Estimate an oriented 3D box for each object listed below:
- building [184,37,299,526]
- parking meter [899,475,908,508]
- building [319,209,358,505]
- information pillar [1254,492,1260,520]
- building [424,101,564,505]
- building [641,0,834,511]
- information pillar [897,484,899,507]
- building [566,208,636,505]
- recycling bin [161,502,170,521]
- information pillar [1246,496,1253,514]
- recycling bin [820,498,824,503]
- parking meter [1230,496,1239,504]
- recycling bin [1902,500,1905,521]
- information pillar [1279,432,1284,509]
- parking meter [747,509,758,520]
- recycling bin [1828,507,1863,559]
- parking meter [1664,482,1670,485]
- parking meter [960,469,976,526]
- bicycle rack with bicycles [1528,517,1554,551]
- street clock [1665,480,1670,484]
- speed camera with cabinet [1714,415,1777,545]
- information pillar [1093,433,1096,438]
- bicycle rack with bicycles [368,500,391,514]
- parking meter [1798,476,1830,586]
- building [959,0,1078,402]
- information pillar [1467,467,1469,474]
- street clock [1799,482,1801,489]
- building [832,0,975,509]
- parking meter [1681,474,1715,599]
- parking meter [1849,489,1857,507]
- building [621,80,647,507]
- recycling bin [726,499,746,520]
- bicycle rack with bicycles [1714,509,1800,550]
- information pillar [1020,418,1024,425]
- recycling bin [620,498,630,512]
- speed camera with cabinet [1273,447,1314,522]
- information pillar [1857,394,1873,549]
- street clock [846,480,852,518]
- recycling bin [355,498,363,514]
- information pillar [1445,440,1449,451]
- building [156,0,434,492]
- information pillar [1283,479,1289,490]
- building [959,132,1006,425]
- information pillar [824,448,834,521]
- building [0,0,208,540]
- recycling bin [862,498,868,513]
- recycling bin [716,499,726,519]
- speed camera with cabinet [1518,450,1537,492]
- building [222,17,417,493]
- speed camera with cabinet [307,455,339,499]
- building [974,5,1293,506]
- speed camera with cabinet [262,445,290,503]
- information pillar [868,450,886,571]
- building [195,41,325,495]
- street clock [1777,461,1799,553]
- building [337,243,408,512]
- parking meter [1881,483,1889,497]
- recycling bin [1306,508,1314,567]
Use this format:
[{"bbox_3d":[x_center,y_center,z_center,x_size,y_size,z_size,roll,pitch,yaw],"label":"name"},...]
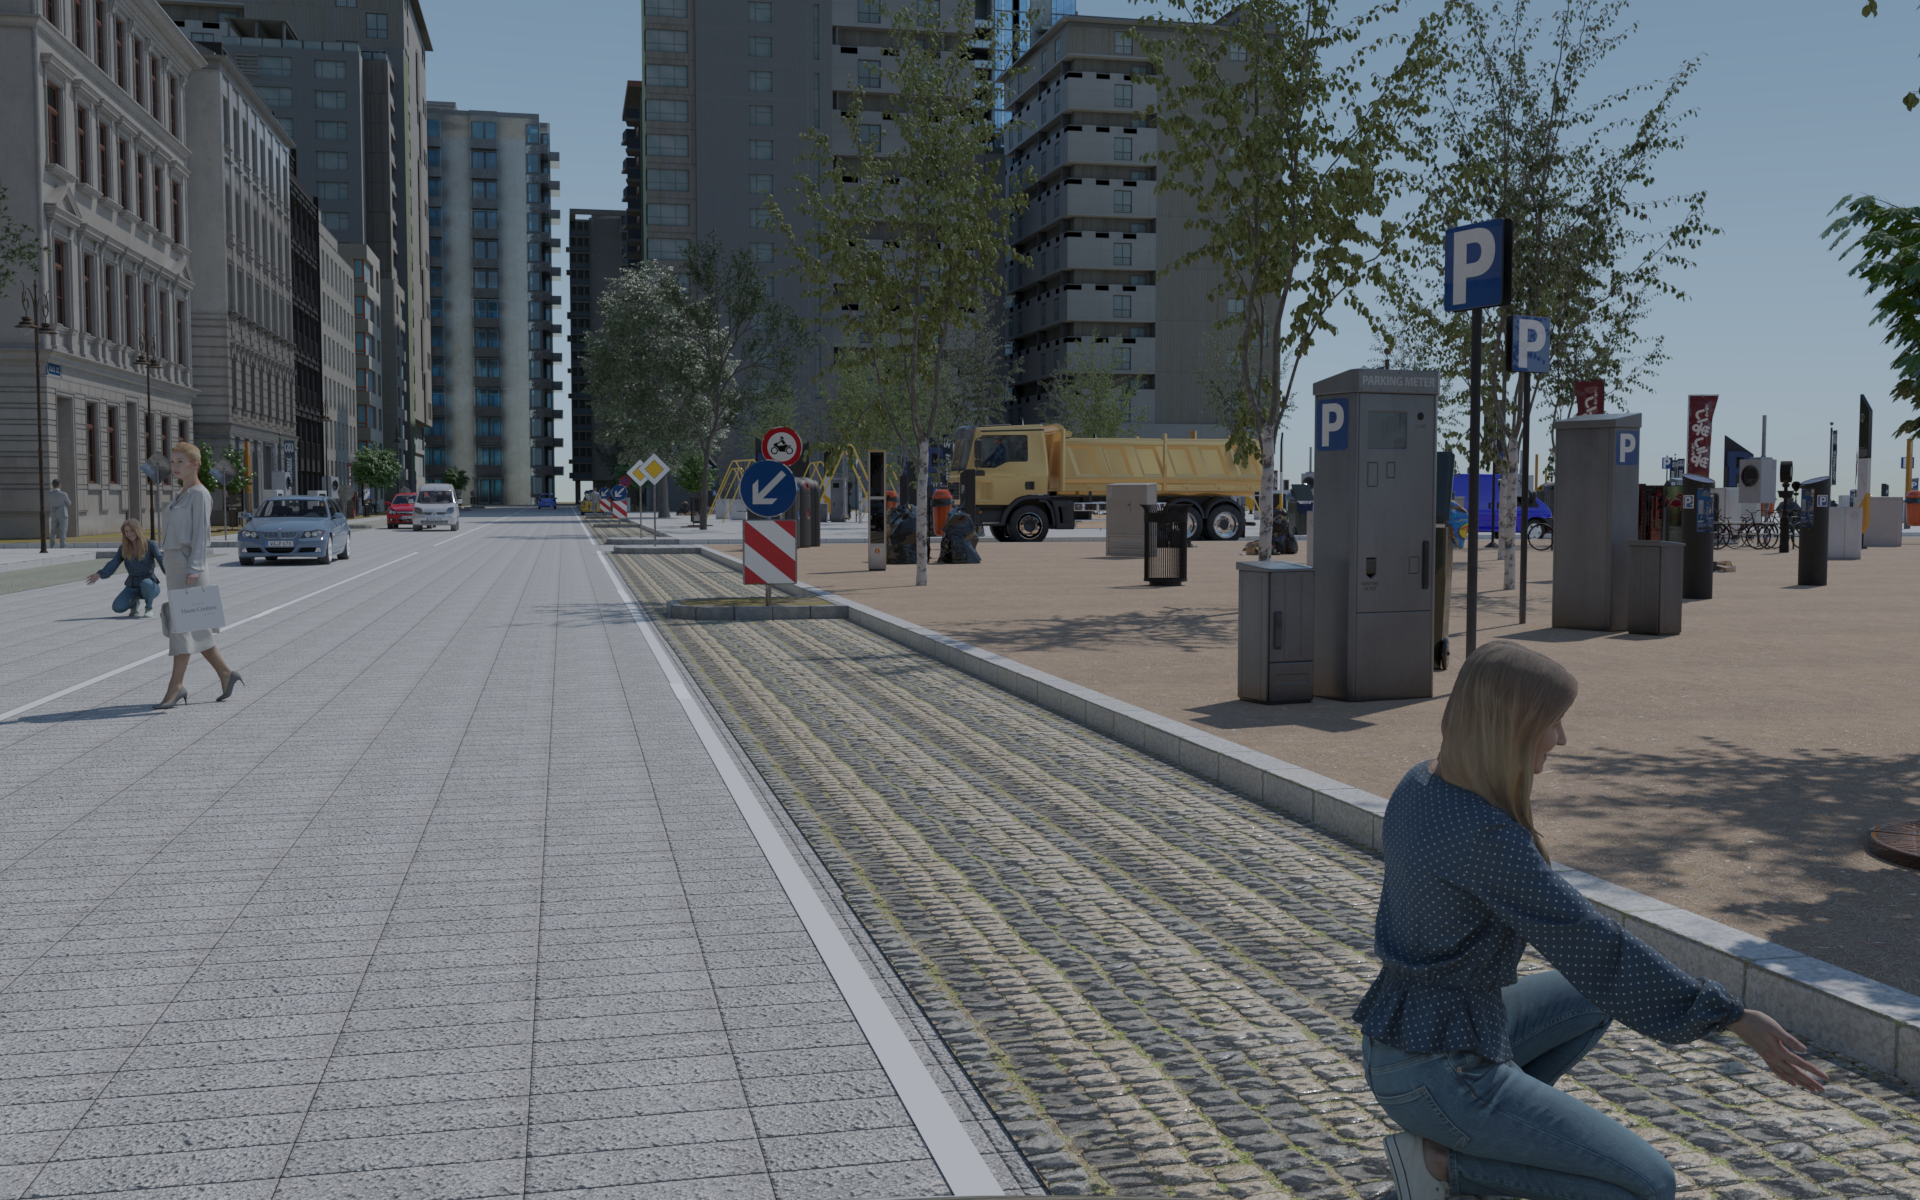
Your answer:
[{"bbox_3d":[-35.633,-13.895,76.340,9.793,20.994,18.267,-1,4,-13],"label":"building"},{"bbox_3d":[-1.763,-2.966,54.207,0.255,1.863,0.399,0,4,-5],"label":"parking meter"},{"bbox_3d":[-44.344,-15.524,108.568,10.420,20.320,16.860,-1,4,-13],"label":"building"},{"bbox_3d":[14.860,-5.015,86.484,0.304,2.012,0.304,1,4,22],"label":"information pillar"},{"bbox_3d":[-64.769,-36.337,213.723,30.456,49.044,23.786,-1,4,-13],"label":"building"},{"bbox_3d":[-17.723,-27.650,135.668,14.154,41.232,14.086,-1,4,-13],"label":"building"},{"bbox_3d":[-3.690,-6.322,107.863,0.304,2.012,0.304,3,5,43],"label":"information pillar"},{"bbox_3d":[-38.498,-32.545,223.996,23.993,40.220,32.217,-1,4,-13],"label":"building"},{"bbox_3d":[-24.994,-2.620,55.390,0.722,1.027,0.722,1,4,16],"label":"recycling bin"},{"bbox_3d":[18.371,-7.241,109.741,0.504,3.616,0.183,2,4,27],"label":"information pillar"},{"bbox_3d":[-8.648,-5.804,107.447,0.722,1.027,0.722,-1,4,-10],"label":"recycling bin"},{"bbox_3d":[12.056,-4.140,76.100,0.372,1.533,0.369,0,3,0],"label":"parking meter"},{"bbox_3d":[42.636,-3.975,77.553,0.722,1.027,0.722,-1,4,-13],"label":"recycling bin"},{"bbox_3d":[12.162,-4.536,65.523,0.183,3.616,0.504,1,4,15],"label":"information pillar"},{"bbox_3d":[-6.822,-3.135,56.973,0.399,1.863,0.255,-1,4,-22],"label":"parking meter"},{"bbox_3d":[17.334,-1.330,34.295,0.722,1.027,0.722,0,4,1],"label":"recycling bin"},{"bbox_3d":[34.541,-4.818,84.485,0.255,1.863,0.399,-2,4,-28],"label":"parking meter"},{"bbox_3d":[0.179,-2.144,40.762,0.255,1.863,0.399,-2,4,-25],"label":"parking meter"},{"bbox_3d":[14.678,-1.573,39.095,2.925,0.926,2.852,3,5,41],"label":"bicycle rack with bicycles"},{"bbox_3d":[37.059,-5.254,90.467,0.471,2.002,0.358,-1,4,-19],"label":"street clock"},{"bbox_3d":[19.690,-3.037,43.993,0.660,3.252,2.038,-2,4,-24],"label":"speed camera with cabinet"},{"bbox_3d":[5.253,-4.636,67.156,0.183,3.616,0.504,1,4,16],"label":"information pillar"},{"bbox_3d":[-38.059,-6.141,113.780,2.852,0.926,2.925,-1,4,-17],"label":"bicycle rack with bicycles"},{"bbox_3d":[11.994,-0.974,24.329,0.372,1.533,0.369,0,3,0],"label":"parking meter"},{"bbox_3d":[3.436,-55.951,227.472,31.000,86.520,22.319,-1,4,-13],"label":"building"},{"bbox_3d":[38.039,-8.425,129.103,0.504,3.616,0.183,0,4,-5],"label":"information pillar"},{"bbox_3d":[46.864,-5.659,97.097,0.471,2.002,0.358,3,4,37],"label":"street clock"},{"bbox_3d":[-14.131,-34.758,157.530,28.713,52.752,27.495,-1,4,-13],"label":"building"},{"bbox_3d":[9.043,-0.784,21.236,0.372,1.533,0.369,0,3,0],"label":"parking meter"},{"bbox_3d":[46.502,-4.999,90.138,0.372,1.533,0.369,0,3,0],"label":"parking meter"},{"bbox_3d":[-24.442,-32.404,184.431,22.147,44.769,28.867,-1,4,-13],"label":"building"},{"bbox_3d":[-10.886,-4.415,84.744,0.722,1.027,0.722,-1,4,-19],"label":"recycling bin"},{"bbox_3d":[18.602,-1.682,40.880,2.925,0.926,2.852,0,4,1],"label":"bicycle rack with bicycles"},{"bbox_3d":[1.925,-3.806,53.576,0.183,3.616,0.504,1,4,10],"label":"information pillar"},{"bbox_3d":[-23.664,-6.712,122.297,0.722,1.027,0.722,-1,4,-11],"label":"recycling bin"},{"bbox_3d":[13.972,-4.789,72.628,2.038,3.252,0.660,1,4,18],"label":"speed camera with cabinet"},{"bbox_3d":[21.079,-2.999,40.383,0.183,3.616,0.504,0,4,2],"label":"information pillar"},{"bbox_3d":[-5.893,-5.328,91.690,0.358,2.002,0.471,-2,4,-29],"label":"street clock"},{"bbox_3d":[-37.805,-5.905,109.105,0.722,1.027,0.722,-3,4,-36],"label":"recycling bin"},{"bbox_3d":[21.144,-5.120,75.068,0.183,3.616,0.504,3,5,45],"label":"information pillar"},{"bbox_3d":[-67.870,-35.771,174.088,27.495,52.752,28.713,-1,4,-13],"label":"building"},{"bbox_3d":[16.346,-5.036,86.838,0.304,2.012,0.304,1,4,9],"label":"information pillar"},{"bbox_3d":[-3.203,-31.376,196.596,14.086,41.232,14.154,-1,4,-13],"label":"building"},{"bbox_3d":[-6.194,-5.557,82.208,0.504,3.616,0.183,0,4,2],"label":"information pillar"},{"bbox_3d":[-32.748,-13.488,56.689,11.583,22.565,21.152,-1,4,-13],"label":"building"},{"bbox_3d":[-6.319,-6.517,119.106,0.722,1.027,0.722,-2,4,-28],"label":"recycling bin"},{"bbox_3d":[-11.968,-4.633,88.307,0.722,1.027,0.722,2,4,31],"label":"recycling bin"},{"bbox_3d":[25.663,-5.096,77.656,0.660,3.252,2.038,-1,4,-11],"label":"speed camera with cabinet"},{"bbox_3d":[-56.273,-28.710,152.998,14.154,41.232,14.086,-1,4,-13],"label":"building"},{"bbox_3d":[-32.345,-5.726,87.961,0.660,3.252,2.038,1,4,11],"label":"speed camera with cabinet"},{"bbox_3d":[18.593,-36.999,194.176,27.495,52.752,28.713,-1,4,-13],"label":"building"},{"bbox_3d":[-27.089,-4.545,68.639,0.660,3.252,2.038,0,4,-6],"label":"speed camera with cabinet"},{"bbox_3d":[-1.387,-1.496,28.958,0.304,2.012,0.304,0,4,-4],"label":"information pillar"},{"bbox_3d":[-41.655,-16.066,92.351,12.332,23.373,15.834,-1,4,-13],"label":"building"},{"bbox_3d":[18.052,-2.037,37.881,0.358,2.002,0.471,2,4,30],"label":"street clock"},{"bbox_3d":[-57.669,-17.495,131.080,27.650,21.520,28.899,-1,4,-13],"label":"building"},{"bbox_3d":[50.986,-5.491,95.489,0.399,1.863,0.255,-2,4,-33],"label":"parking meter"},{"bbox_3d":[5.636,-0.809,25.787,0.722,1.027,0.722,3,5,39],"label":"recycling bin"}]
